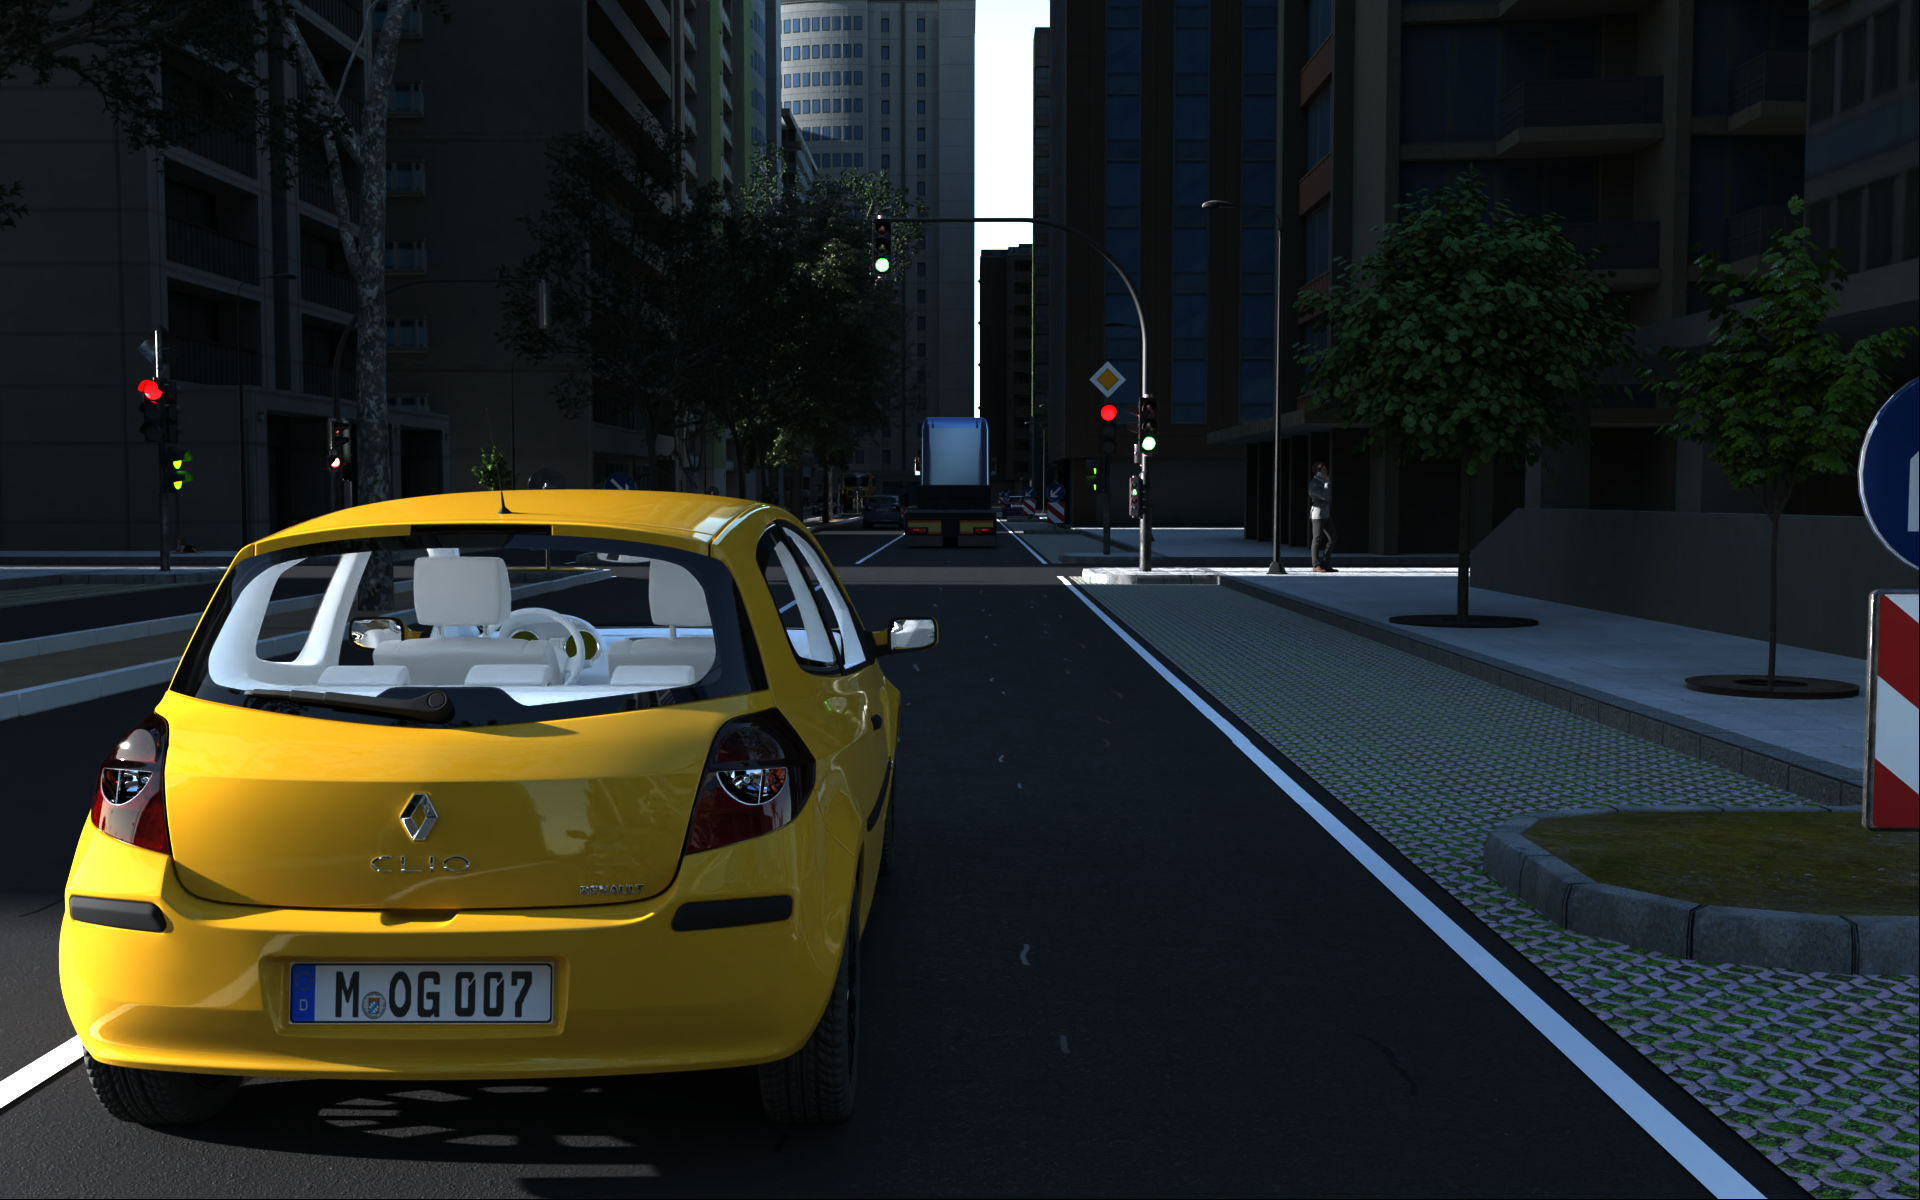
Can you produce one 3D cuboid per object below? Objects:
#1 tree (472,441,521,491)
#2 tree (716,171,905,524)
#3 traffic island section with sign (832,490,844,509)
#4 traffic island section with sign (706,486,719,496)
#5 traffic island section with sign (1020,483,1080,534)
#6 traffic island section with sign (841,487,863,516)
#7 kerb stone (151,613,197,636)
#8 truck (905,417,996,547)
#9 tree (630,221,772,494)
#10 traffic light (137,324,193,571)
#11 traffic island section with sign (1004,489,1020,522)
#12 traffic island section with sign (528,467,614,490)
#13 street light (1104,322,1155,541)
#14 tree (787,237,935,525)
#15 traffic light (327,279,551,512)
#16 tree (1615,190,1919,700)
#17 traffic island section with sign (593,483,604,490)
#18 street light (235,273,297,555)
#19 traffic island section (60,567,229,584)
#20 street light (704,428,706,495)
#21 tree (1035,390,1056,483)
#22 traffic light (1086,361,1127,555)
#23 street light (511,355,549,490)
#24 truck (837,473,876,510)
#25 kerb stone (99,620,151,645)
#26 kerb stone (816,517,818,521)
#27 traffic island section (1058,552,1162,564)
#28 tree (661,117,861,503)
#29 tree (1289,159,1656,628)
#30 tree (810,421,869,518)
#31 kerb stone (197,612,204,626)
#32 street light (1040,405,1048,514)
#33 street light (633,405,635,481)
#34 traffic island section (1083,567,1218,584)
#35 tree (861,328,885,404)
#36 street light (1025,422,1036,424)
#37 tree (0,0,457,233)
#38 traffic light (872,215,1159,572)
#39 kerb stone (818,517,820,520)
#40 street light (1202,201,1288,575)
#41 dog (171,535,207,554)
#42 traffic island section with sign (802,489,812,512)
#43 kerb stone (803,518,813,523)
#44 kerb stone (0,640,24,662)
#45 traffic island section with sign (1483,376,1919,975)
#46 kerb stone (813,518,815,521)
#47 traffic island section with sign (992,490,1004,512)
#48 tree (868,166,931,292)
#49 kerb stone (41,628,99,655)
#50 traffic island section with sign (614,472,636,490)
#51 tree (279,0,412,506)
[{"bbox_3d":[-16.813,-4.198,63.242,1.663,3.219,1.824,0,3,0],"label":"tree"},{"bbox_3d":[-6.611,-9.796,69.271,9.857,13.997,8.962,0,3,0],"label":"tree"},{"bbox_3d":[-12.182,-9.703,167.274,1.989,1.847,2.006,0,4,0],"label":"traffic island section with sign"},{"bbox_3d":[-12.617,-4.878,88.386,1.989,1.847,2.006,0,4,0],"label":"traffic island section with sign"},{"bbox_3d":[3.278,-3.264,61.995,1.989,1.847,2.006,0,4,0],"label":"traffic island section with sign"},{"bbox_3d":[-6.629,-6.327,111.590,2.006,1.907,1.989,0,4,0],"label":"traffic island section with sign"},{"bbox_3d":[-8.180,0.267,17.853,0.120,0.150,1.000,0,4,0],"label":"kerb stone"},{"bbox_3d":[-0.204,-3.988,54.960,2.967,4.110,18.799,0,4,0],"label":"truck"},{"bbox_3d":[-7.094,-5.716,46.279,4.360,8.622,3.978,0,3,0],"label":"tree"},{"bbox_3d":[-13.210,-2.434,28.709,0.839,4.253,0.868,0,4,0],"label":"traffic light"},{"bbox_3d":[3.417,-4.913,88.950,1.989,1.847,2.006,0,4,0],"label":"traffic island section with sign"},{"bbox_3d":[-7.066,-1.279,29.046,2.006,1.907,1.989,0,4,0],"label":"traffic island section with sign"},{"bbox_3d":[4.595,-4.551,46.954,1.470,5.913,1.316,0,4,0],"label":"street light"},{"bbox_3d":[-6.261,-10.261,80.599,12.009,13.543,11.850,0,3,0],"label":"tree"},{"bbox_3d":[-11.076,-3.795,36.718,4.771,5.953,1.251,0,4,0],"label":"traffic light"},{"bbox_3d":[5.316,-1.008,11.085,1.663,3.219,1.824,0,3,0],"label":"tree"},{"bbox_3d":[-12.750,-3.230,61.431,1.989,1.847,2.006,0,4,0],"label":"traffic island section with sign"},{"bbox_3d":[-14.647,-3.918,36.593,1.470,5.913,1.316,0,4,0],"label":"street light"},{"bbox_3d":[-13.250,-0.401,28.844,2.009,0.180,2.903,0,4,0],"label":"traffic island section"},{"bbox_3d":[-14.345,-7.867,101.171,1.470,5.913,1.316,0,4,0],"label":"street light"},{"bbox_3d":[6.832,-10.129,115.975,4.737,8.622,4.395,0,3,0],"label":"tree"},{"bbox_3d":[3.093,-2.918,36.624,0.839,4.253,0.868,0,4,0],"label":"traffic light"},{"bbox_3d":[-14.431,-5.228,58.024,1.470,5.913,1.316,0,4,0],"label":"street light"},{"bbox_3d":[-9.360,-10.057,160.361,3.469,3.379,9.791,0,3,0],"label":"truck"},{"bbox_3d":[-8.185,0.329,16.828,0.120,0.150,1.000,0,4,0],"label":"kerb stone"},{"bbox_3d":[-7.792,-4.277,92.149,0.120,0.150,1.000,0,4,0],"label":"kerb stone"},{"bbox_3d":[3.133,-0.884,36.738,2.009,0.180,2.903,0,4,0],"label":"traffic island section"},{"bbox_3d":[-6.996,-6.317,40.150,8.767,10.594,7.601,0,4,0],"label":"tree"},{"bbox_3d":[5.057,-2.040,17.066,4.285,4.588,4.351,0,3,0],"label":"tree"},{"bbox_3d":[-7.156,-9.127,102.053,4.360,8.622,3.978,0,3,0],"label":"tree"},{"bbox_3d":[-8.175,0.203,18.887,0.120,0.150,1.000,0,4,0],"label":"kerb stone"},{"bbox_3d":[4.838,-7.190,90.098,1.470,5.913,1.316,0,4,0],"label":"street light"},{"bbox_3d":[-14.421,-6.541,79.482,1.470,5.913,1.316,0,4,0],"label":"street light"},{"bbox_3d":[3.091,-0.396,28.753,2.009,0.180,2.903,0,4,0],"label":"traffic island section"},{"bbox_3d":[-6.510,-7.069,52.455,8.767,10.594,7.601,0,4,0],"label":"tree"},{"bbox_3d":[4.887,-8.515,111.763,1.470,5.913,1.316,0,4,0],"label":"street light"},{"bbox_3d":[-7.096,-4.572,11.623,8.767,10.594,7.601,0,4,0],"label":"tree"},{"bbox_3d":[0.958,-3.293,28.509,4.771,5.953,1.251,0,4,0],"label":"traffic light"},{"bbox_3d":[-7.777,-4.335,93.180,0.120,0.150,1.000,0,4,0],"label":"kerb stone"},{"bbox_3d":[4.535,-3.366,27.583,1.470,5.913,1.316,0,4,0],"label":"street light"},{"bbox_3d":[-16.674,-1.206,37.451,0.748,0.427,0.550,-2,4,-25],"label":"dog"},{"bbox_3d":[-12.343,-8.002,139.463,1.989,1.847,2.006,0,4,0],"label":"traffic island section with sign"},{"bbox_3d":[-7.818,-4.090,89.071,0.120,0.150,1.000,0,4,0],"label":"kerb stone"},{"bbox_3d":[-8.197,0.453,14.784,0.120,0.150,1.000,0,4,0],"label":"kerb stone"},{"bbox_3d":[2.970,0.157,6.065,1.989,1.847,2.006,0,4,0],"label":"traffic island section with sign"},{"bbox_3d":[-7.800,-4.153,90.094,0.120,0.150,1.000,0,4,0],"label":"kerb stone"},{"bbox_3d":[3.820,-9.614,165.816,1.989,1.847,2.006,0,4,0],"label":"traffic island section with sign"},{"bbox_3d":[-8.252,-14.360,93.137,12.611,20.169,13.585,0,3,0],"label":"tree"},{"bbox_3d":[-8.192,0.391,15.806,0.120,0.150,1.000,0,4,0],"label":"kerb stone"},{"bbox_3d":[-7.018,-1.732,36.453,2.006,1.907,1.989,0,4,0],"label":"traffic island section with sign"},{"bbox_3d":[-8.383,-9.980,21.524,12.611,20.169,13.585,0,3,0],"label":"tree"}]
